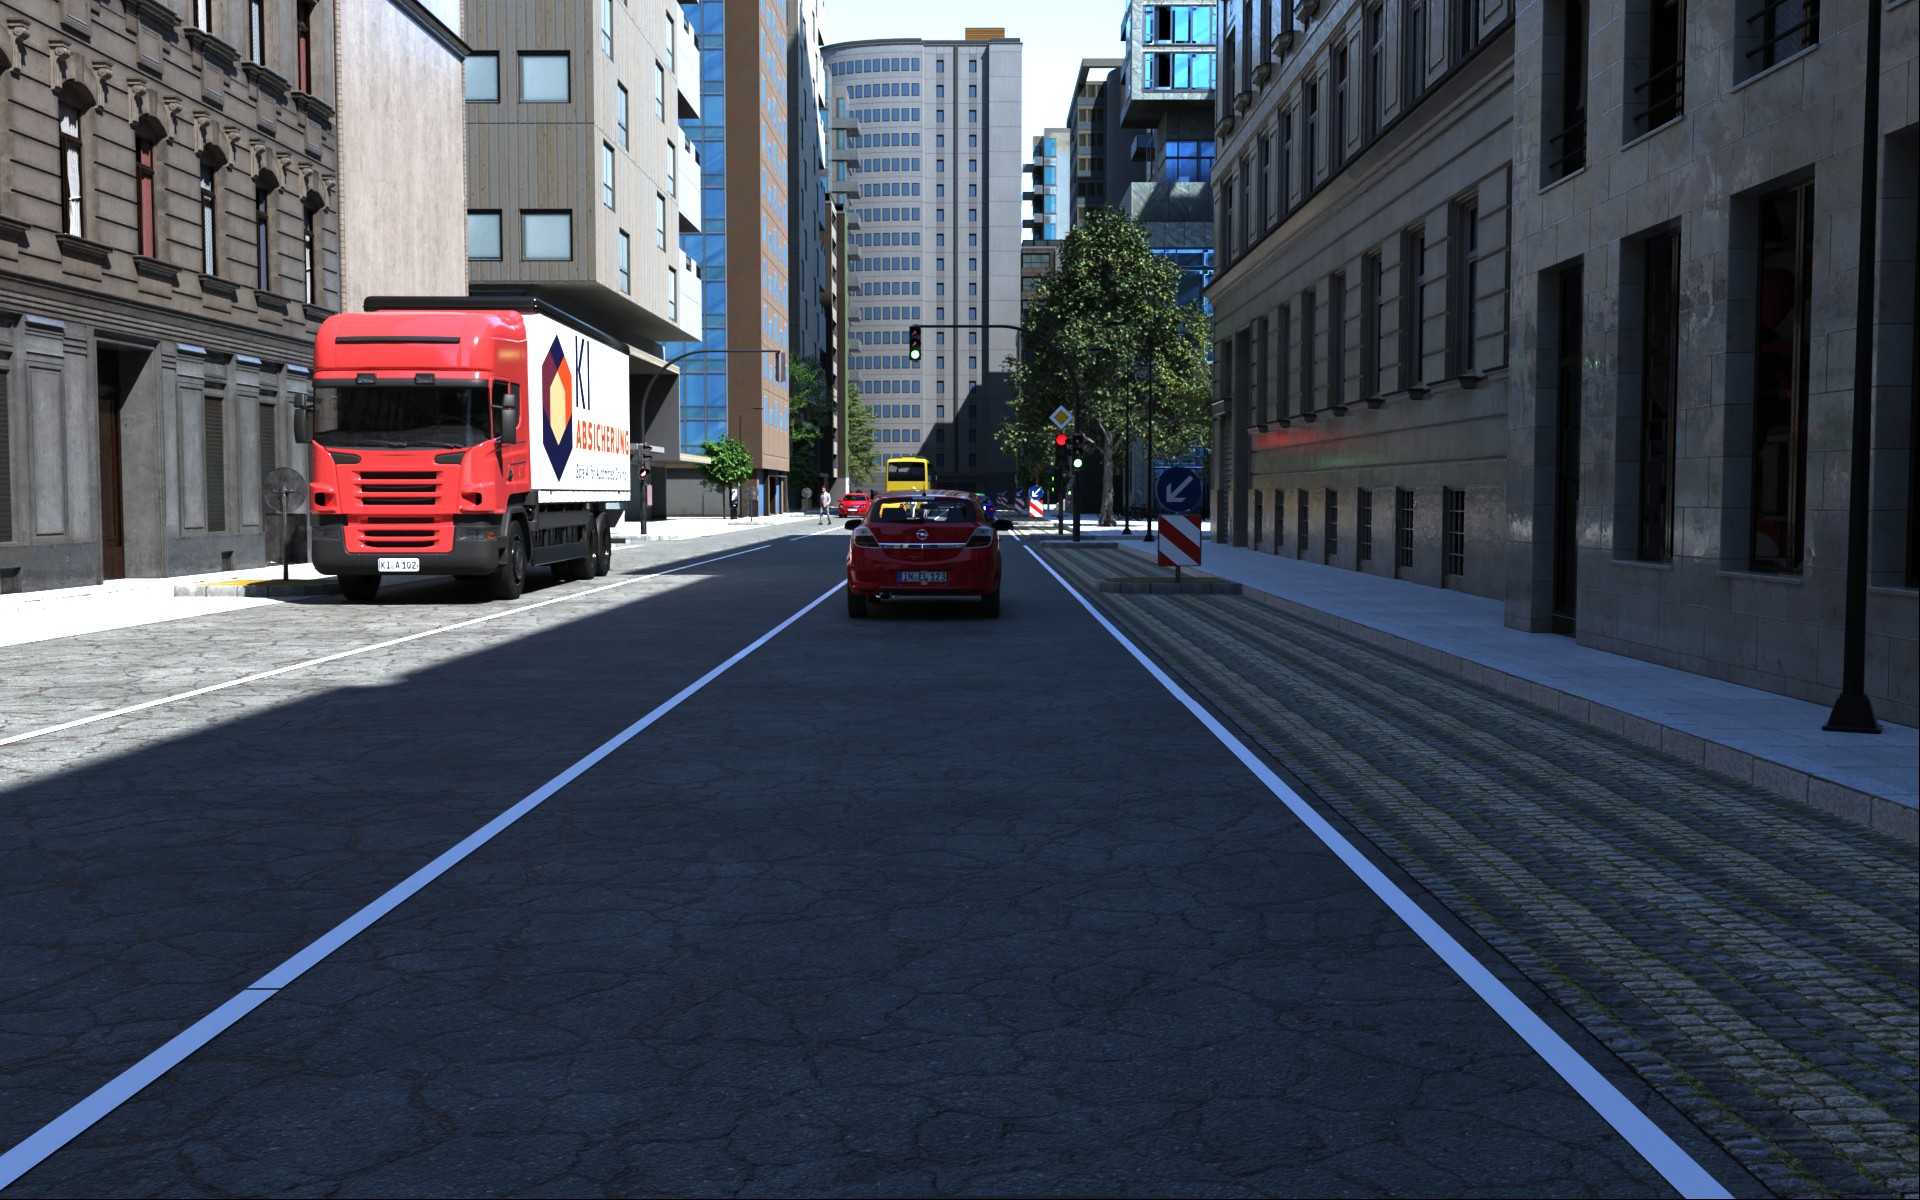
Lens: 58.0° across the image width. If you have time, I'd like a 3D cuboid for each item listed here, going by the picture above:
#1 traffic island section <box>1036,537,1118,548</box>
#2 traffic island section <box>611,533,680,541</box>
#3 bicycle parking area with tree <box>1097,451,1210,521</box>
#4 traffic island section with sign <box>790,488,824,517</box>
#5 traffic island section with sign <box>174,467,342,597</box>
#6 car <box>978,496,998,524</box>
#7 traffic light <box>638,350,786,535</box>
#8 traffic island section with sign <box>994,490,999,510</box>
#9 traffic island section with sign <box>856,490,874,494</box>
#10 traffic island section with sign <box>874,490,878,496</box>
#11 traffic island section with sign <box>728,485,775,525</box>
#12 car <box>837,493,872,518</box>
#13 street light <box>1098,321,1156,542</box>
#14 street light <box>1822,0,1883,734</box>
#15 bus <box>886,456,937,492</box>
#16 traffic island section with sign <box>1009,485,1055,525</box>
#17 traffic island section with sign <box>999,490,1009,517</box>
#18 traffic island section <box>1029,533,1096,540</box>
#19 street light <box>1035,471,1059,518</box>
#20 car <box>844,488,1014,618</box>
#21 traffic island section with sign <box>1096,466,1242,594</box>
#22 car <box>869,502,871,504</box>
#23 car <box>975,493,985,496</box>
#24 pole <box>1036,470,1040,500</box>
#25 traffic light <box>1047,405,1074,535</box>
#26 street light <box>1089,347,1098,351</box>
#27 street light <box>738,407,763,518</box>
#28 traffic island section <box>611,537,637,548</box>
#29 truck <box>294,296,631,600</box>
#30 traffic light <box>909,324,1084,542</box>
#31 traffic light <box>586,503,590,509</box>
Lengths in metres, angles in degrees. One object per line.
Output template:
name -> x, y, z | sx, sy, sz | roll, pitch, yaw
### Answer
traffic island section -> 3.159, -1.497, 46.764 | 2.009, 0.180, 2.903 | 0, 4, 0
traffic island section -> -10.032, -1.991, 54.836 | 2.009, 0.180, 2.903 | 0, 4, 0
bicycle parking area with tree -> 11.327, -5.996, 85.044 | 9.016, 4.147, 8.231 | 0, 4, 3
traffic island section with sign -> -9.383, -5.984, 106.474 | 1.989, 1.847, 2.006 | 0, 4, 0
traffic island section with sign -> -9.893, -0.996, 24.911 | 1.989, 1.847, 2.006 | 0, 4, 0
car -> 0.822, -4.265, 82.310 | 1.945, 1.354, 3.894 | 0, 3, 0
traffic light -> -7.900, -4.896, 54.723 | 4.771, 5.953, 1.251 | 0, 4, 0
traffic island section with sign -> 3.862, -9.044, 156.501 | 1.989, 1.847, 2.006 | 0, 4, 0
traffic island section with sign -> -9.068, -9.050, 156.591 | 1.989, 1.847, 2.006 | 0, 4, 0
traffic island section with sign -> -8.900, -10.698, 183.546 | 1.989, 1.847, 2.006 | 0, 4, 0
traffic island section with sign -> -9.550, -4.331, 79.437 | 1.989, 1.847, 2.006 | 0, 4, 0
car -> -6.343, -5.886, 105.279 | 2.155, 1.783, 4.494 | 0, 4, 2
street light -> 4.574, -4.531, 46.628 | 1.470, 5.913, 1.316 | 0, 4, 0
street light -> 4.320, -2.246, 9.266 | 1.470, 5.913, 1.316 | 0, 4, 0
bus -> -3.084, -7.251, 110.103 | 2.896, 3.916, 12.252 | 0, 4, 1
traffic island section with sign -> 3.369, -4.349, 79.741 | 1.989, 1.847, 2.006 | 0, 4, 0
traffic island section with sign -> 3.541, -5.998, 106.695 | 1.989, 1.847, 2.006 | 0, 4, 0
traffic island section -> 3.209, -1.986, 54.748 | 2.009, 0.180, 2.903 | 0, 4, 0
street light -> 4.777, -7.331, 92.409 | 1.470, 5.913, 1.316 | 0, 4, 0
car -> -0.400, -0.767, 21.580 | 2.155, 1.783, 4.494 | 0, 4, 1
traffic island section with sign -> 3.031, -1.034, 25.542 | 1.989, 1.847, 2.006 | 0, 4, 0
car -> -3.581, -4.717, 87.345 | 2.015, 1.641, 3.980 | 0, 4, -2
car -> 0.703, -5.099, 92.164 | 1.959, 1.807, 4.718 | 0, 4, 1
pole -> 5.111, -7.324, 113.586 | 0.158, 3.312, 0.155 | 0, 3, 0
traffic light -> 3.169, -4.019, 54.635 | 0.839, 4.253, 0.868 | 0, 4, 0
street light -> 4.764, -5.035, 54.867 | 1.470, 5.913, 1.316 | 0, 4, 0
street light -> -11.208, -7.347, 92.660 | 1.470, 5.913, 1.316 | 0, 4, 0
traffic island section -> -10.082, -1.503, 46.851 | 2.009, 0.180, 2.903 | 0, 4, 0
truck -> -7.259, -2.322, 26.879 | 2.839, 4.237, 11.283 | 0, 4, -1
traffic light -> 1.027, -4.395, 46.522 | 4.771, 5.953, 1.251 | 0, 4, 0
traffic light -> -10.042, -3.535, 46.716 | 0.839, 4.253, 0.868 | 0, 4, 0
